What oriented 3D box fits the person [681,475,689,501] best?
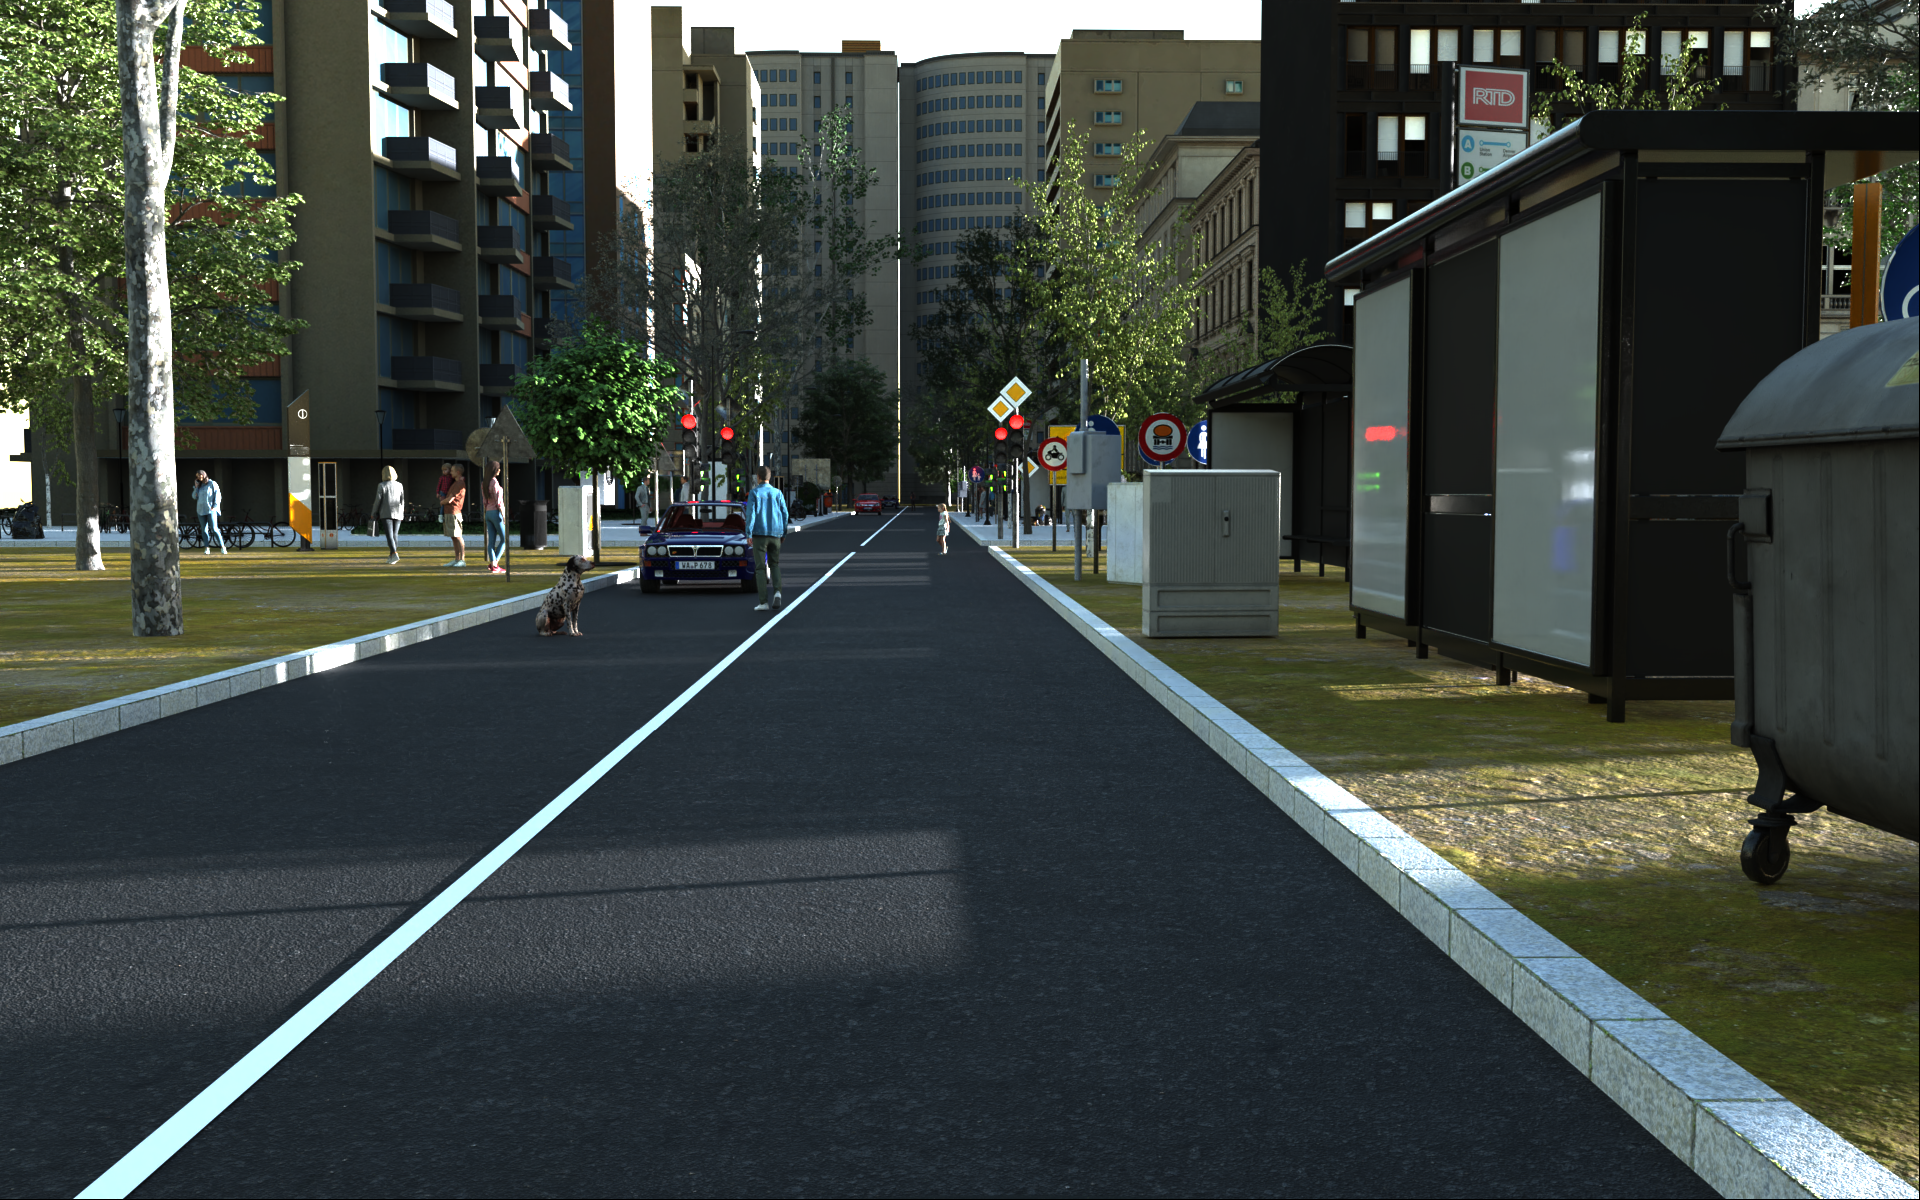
[{"bbox_3d":[-8.048,-2.790,51.501,0.795,1.843,0.661,0,4,4],"label":"person"}]

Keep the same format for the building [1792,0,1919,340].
[{"bbox_3d":[40.812,-13.785,67.187,24.055,21.916,13.314,0,4,-1],"label":"building"}]

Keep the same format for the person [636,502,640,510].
[{"bbox_3d":[-16.588,-5.162,90.454,0.620,1.820,0.660,1,4,19],"label":"person"}]

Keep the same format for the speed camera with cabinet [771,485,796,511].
[{"bbox_3d":[-10.217,-6.623,102.629,2.038,3.252,0.660,-2,4,-26],"label":"speed camera with cabinet"}]

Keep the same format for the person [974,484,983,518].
[{"bbox_3d":[1.044,-5.308,92.803,0.573,1.828,0.580,0,4,0],"label":"person"}]

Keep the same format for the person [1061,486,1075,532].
[{"bbox_3d":[3.747,-3.218,58.759,0.635,1.810,0.391,0,4,4],"label":"person"}]

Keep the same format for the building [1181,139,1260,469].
[{"bbox_3d":[17.359,-13.476,84.963,10.561,19.102,19.286,0,4,-1],"label":"building"}]

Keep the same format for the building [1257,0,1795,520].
[{"bbox_3d":[20.311,-14.403,65.170,15.834,23.373,12.332,0,4,-1],"label":"building"}]

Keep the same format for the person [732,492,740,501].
[{"bbox_3d":[-19.458,-8.803,149.991,1.348,1.822,0.705,-1,4,-8],"label":"person"}]

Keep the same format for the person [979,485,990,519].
[{"bbox_3d":[1.235,-5.060,89.531,0.466,1.731,0.760,3,4,38],"label":"person"}]

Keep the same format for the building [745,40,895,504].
[{"bbox_3d":[-22.165,-41.986,228.463,28.212,58.520,21.231,0,4,-1],"label":"building"}]

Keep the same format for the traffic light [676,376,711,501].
[{"bbox_3d":[-6.351,-3.189,41.055,0.839,4.253,0.868,0,4,-1],"label":"traffic light"}]

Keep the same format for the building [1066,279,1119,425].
[{"bbox_3d":[24.405,-18.885,153.817,27.650,21.520,28.899,0,4,-1],"label":"building"}]

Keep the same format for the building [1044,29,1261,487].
[{"bbox_3d":[20.136,-33.936,178.555,21.300,48.544,21.600,0,4,-1],"label":"building"}]

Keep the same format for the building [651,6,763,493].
[{"bbox_3d":[-31.877,-33.889,177.781,21.600,48.544,21.300,0,4,-1],"label":"building"}]

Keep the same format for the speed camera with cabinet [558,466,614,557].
[{"bbox_3d":[-7.809,-2.565,36.272,0.660,3.252,2.038,0,4,6],"label":"speed camera with cabinet"}]

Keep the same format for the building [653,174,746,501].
[{"bbox_3d":[-27.649,-23.765,160.260,14.160,30.474,14.107,0,4,-1],"label":"building"}]

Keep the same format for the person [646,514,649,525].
[{"bbox_3d":[-12.832,-3.690,70.618,0.306,1.304,0.590,0,4,5],"label":"person"}]

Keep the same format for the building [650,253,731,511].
[{"bbox_3d":[-33.821,-17.961,138.709,27.650,21.520,28.899,0,4,-1],"label":"building"}]

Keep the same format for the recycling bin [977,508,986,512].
[{"bbox_3d":[1.481,-6.573,120.030,0.722,1.027,0.722,-2,4,-28],"label":"recycling bin"}]

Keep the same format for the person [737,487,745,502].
[{"bbox_3d":[-16.628,-7.703,132.130,0.705,1.807,1.348,1,4,14],"label":"person"}]

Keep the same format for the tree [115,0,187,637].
[{"bbox_3d":[-5.894,-9.715,14.736,12.611,20.169,13.585,0,3,0],"label":"tree"}]

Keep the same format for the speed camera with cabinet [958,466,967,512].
[{"bbox_3d":[0.869,-7.863,122.889,2.038,3.252,0.660,-1,4,-20],"label":"speed camera with cabinet"}]

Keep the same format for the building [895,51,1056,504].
[{"bbox_3d":[6.040,-42.026,229.117,28.212,58.520,21.231,0,4,-1],"label":"building"}]

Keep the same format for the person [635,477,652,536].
[{"bbox_3d":[-9.631,-2.855,52.815,0.391,1.810,0.635,1,4,12],"label":"person"}]

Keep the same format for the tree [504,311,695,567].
[{"bbox_3d":[-6.487,-2.905,31.210,4.285,4.588,4.351,0,3,0],"label":"tree"}]

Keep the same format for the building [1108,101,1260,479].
[{"bbox_3d":[18.871,-16.895,109.512,16.112,22.955,30.059,0,4,-1],"label":"building"}]

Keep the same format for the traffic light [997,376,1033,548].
[{"bbox_3d":[1.308,-3.200,41.239,0.839,4.253,0.868,0,4,-1],"label":"traffic light"}]

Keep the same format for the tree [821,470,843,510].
[{"bbox_3d":[-9.292,-7.536,117.820,1.663,3.219,1.824,0,3,0],"label":"tree"}]

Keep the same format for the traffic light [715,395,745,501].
[{"bbox_3d":[-6.526,-3.677,49.039,0.839,4.253,0.868,0,4,-1],"label":"traffic light"}]

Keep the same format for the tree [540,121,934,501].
[{"bbox_3d":[-8.237,-8.930,56.375,12.009,13.543,11.850,0,3,0],"label":"tree"}]

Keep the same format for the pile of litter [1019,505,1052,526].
[{"bbox_3d":[3.041,-3.447,70.318,1.719,0.858,1.176,-2,4,-35],"label":"pile of litter"}]

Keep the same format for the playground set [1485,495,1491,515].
[{"bbox_3d":[10.659,-2.960,35.183,5.637,4.214,5.302,0,4,-2],"label":"playground set"}]

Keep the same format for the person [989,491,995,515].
[{"bbox_3d":[2.039,-6.093,106.009,0.444,1.785,0.601,-3,5,-42],"label":"person"}]

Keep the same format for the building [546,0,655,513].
[{"bbox_3d":[-27.533,-28.121,109.883,14.600,45.320,14.200,0,4,-1],"label":"building"}]

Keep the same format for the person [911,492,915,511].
[{"bbox_3d":[-3.983,-8.350,146.497,0.415,1.643,0.593,1,4,19],"label":"person"}]

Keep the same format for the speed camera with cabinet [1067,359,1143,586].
[{"bbox_3d":[2.325,-1.876,25.014,0.660,3.252,2.038,-2,4,-30],"label":"speed camera with cabinet"}]

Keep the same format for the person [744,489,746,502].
[{"bbox_3d":[-18.562,-8.646,148.143,0.721,1.736,1.217,0,4,3],"label":"person"}]

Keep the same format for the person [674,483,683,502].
[{"bbox_3d":[-11.832,-4.098,73.390,0.623,1.781,0.721,0,4,-1],"label":"person"}]

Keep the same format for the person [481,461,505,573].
[{"bbox_3d":[-7.555,-1.355,28.206,0.555,1.821,0.388,2,4,35],"label":"person"}]

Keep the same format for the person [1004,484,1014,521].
[{"bbox_3d":[2.446,-4.658,82.376,0.419,1.800,0.721,-2,4,-26],"label":"person"}]

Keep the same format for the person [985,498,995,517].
[{"bbox_3d":[2.021,-5.503,96.238,0.699,1.804,1.509,-1,4,-23],"label":"person"}]

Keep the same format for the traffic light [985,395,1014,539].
[{"bbox_3d":[1.133,-3.688,49.222,0.839,4.253,0.868,0,4,-1],"label":"traffic light"}]

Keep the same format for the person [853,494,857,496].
[{"bbox_3d":[-10.629,-10.101,171.720,0.750,1.759,0.617,-2,4,-28],"label":"person"}]

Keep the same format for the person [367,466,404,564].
[{"bbox_3d":[-10.522,-1.563,31.787,0.709,1.800,0.728,-3,5,-41],"label":"person"}]

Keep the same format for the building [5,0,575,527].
[{"bbox_3d":[-30.601,-26.038,80.347,22.147,44.769,28.867,0,4,-1],"label":"building"}]

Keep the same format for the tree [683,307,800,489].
[{"bbox_3d":[-7.935,-7.011,64.999,4.737,8.622,4.395,0,3,0],"label":"tree"}]
